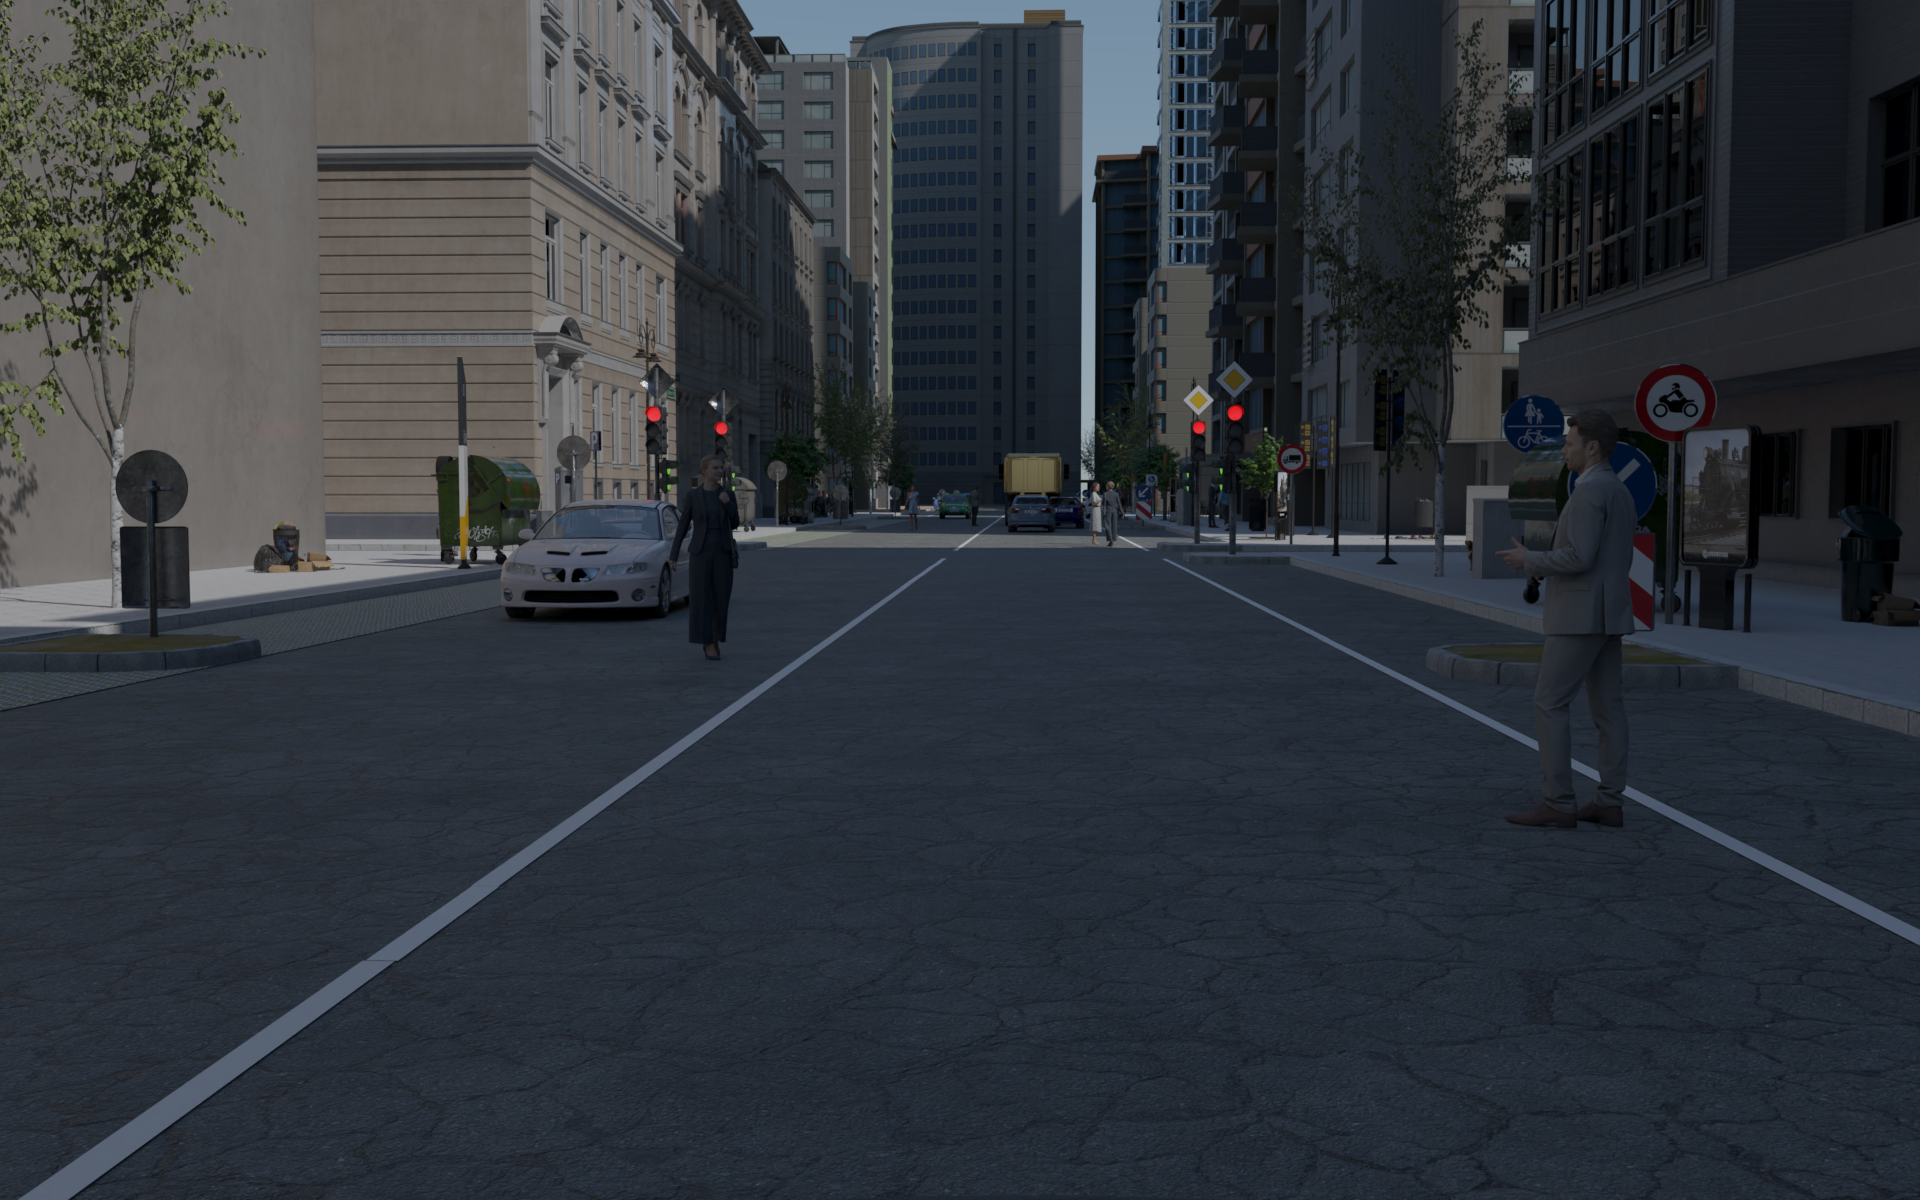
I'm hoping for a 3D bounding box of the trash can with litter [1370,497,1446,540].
[{"bbox_3d":[12.814,-2.345,49.398,2.233,1.210,1.678,0,4,8],"label":"trash can with litter"}]

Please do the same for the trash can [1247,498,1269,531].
[{"bbox_3d":[10.254,-2.934,59.631,0.748,1.137,0.748,0,3,0],"label":"trash can"}]

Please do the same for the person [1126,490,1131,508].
[{"bbox_3d":[15.268,-9.339,159.447,1.217,1.743,0.721,-2,4,-25],"label":"person"}]

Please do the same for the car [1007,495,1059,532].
[{"bbox_3d":[2.755,-3.313,66.169,2.014,1.417,4.499,0,4,4],"label":"car"}]

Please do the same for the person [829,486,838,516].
[{"bbox_3d":[-7.459,-5.930,103.179,0.728,1.800,0.709,1,4,18],"label":"person"}]

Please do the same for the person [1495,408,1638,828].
[{"bbox_3d":[2.655,0.070,7.555,0.583,1.804,0.606,2,4,34],"label":"person"}]

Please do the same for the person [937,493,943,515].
[{"bbox_3d":[-1.328,-6.624,119.392,0.503,1.515,0.523,0,4,-6],"label":"person"}]

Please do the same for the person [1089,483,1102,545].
[{"bbox_3d":[3.925,-2.444,49.025,0.524,1.755,0.480,1,4,13],"label":"person"}]

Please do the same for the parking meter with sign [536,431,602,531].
[{"bbox_3d":[-10.741,-3.134,47.502,1.738,3.016,0.543,-3,4,-36],"label":"parking meter with sign"}]

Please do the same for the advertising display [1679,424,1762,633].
[{"bbox_3d":[7.187,-0.685,16.411,0.123,1.923,0.974,-1,4,-15],"label":"advertising display"}]

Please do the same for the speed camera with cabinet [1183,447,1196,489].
[{"bbox_3d":[9.710,-4.792,72.692,0.660,3.252,2.038,0,4,5],"label":"speed camera with cabinet"}]

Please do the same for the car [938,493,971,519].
[{"bbox_3d":[-0.273,-5.610,100.511,1.959,1.807,4.718,0,4,2],"label":"car"}]

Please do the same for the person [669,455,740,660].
[{"bbox_3d":[-2.203,-0.377,15.081,0.576,1.772,0.534,-3,4,-39],"label":"person"}]

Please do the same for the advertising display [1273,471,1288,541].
[{"bbox_3d":[8.895,-2.621,48.063,0.123,1.923,0.974,2,4,27],"label":"advertising display"}]

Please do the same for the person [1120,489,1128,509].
[{"bbox_3d":[13.961,-8.761,149.298,0.705,1.823,1.348,3,5,43],"label":"person"}]

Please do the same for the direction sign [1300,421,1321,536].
[{"bbox_3d":[10.955,-3.771,53.658,0.876,3.537,0.379,0,4,1],"label":"direction sign"}]

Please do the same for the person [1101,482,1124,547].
[{"bbox_3d":[4.153,-2.348,47.318,0.576,1.772,0.534,-3,4,-37],"label":"person"}]

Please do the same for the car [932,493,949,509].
[{"bbox_3d":[-1.438,-8.765,152.893,1.945,1.707,3.694,0,4,2],"label":"car"}]

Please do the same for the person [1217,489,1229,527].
[{"bbox_3d":[10.437,-3.793,68.079,0.660,1.820,0.620,-3,5,-43],"label":"person"}]

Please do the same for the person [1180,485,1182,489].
[{"bbox_3d":[14.394,-6.571,113.283,0.447,1.846,0.655,1,4,10],"label":"person"}]

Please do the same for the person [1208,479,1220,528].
[{"bbox_3d":[9.691,-3.705,65.983,0.474,1.900,0.648,1,4,8],"label":"person"}]

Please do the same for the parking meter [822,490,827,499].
[{"bbox_3d":[-9.280,-6.742,118.645,0.372,1.533,0.369,0,3,0],"label":"parking meter"}]

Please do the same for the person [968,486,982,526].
[{"bbox_3d":[0.683,-4.242,78.040,0.473,1.802,0.592,-3,5,-44],"label":"person"}]

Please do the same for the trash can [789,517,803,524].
[{"bbox_3d":[-7.136,-3.905,75.506,0.748,1.137,0.748,0,3,0],"label":"trash can"}]

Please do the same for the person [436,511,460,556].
[{"bbox_3d":[-10.539,-1.822,35.939,0.694,1.812,0.767,0,4,-2],"label":"person"}]

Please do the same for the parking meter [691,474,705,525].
[{"bbox_3d":[-7.726,-2.782,51.195,0.255,1.863,0.399,2,4,35],"label":"parking meter"}]

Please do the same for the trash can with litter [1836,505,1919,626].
[{"bbox_3d":[9.192,-0.354,17.181,0.624,1.170,1.055,0,4,-6],"label":"trash can with litter"}]

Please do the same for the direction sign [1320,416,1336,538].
[{"bbox_3d":[10.865,-3.574,50.431,0.379,3.537,0.876,2,4,25],"label":"direction sign"}]

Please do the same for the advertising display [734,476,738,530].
[{"bbox_3d":[-8.114,-3.415,61.052,0.123,1.923,0.974,2,4,26],"label":"advertising display"}]

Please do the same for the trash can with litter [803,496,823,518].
[{"bbox_3d":[-8.285,-5.329,98.518,1.055,1.170,0.624,3,4,39],"label":"trash can with litter"}]

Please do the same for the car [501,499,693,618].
[{"bbox_3d":[-4.305,-0.563,21.560,2.083,1.381,4.827,0,4,1],"label":"car"}]

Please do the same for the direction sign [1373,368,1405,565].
[{"bbox_3d":[7.807,-2.420,31.558,0.876,3.537,0.379,-3,5,-40],"label":"direction sign"}]

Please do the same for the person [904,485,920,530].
[{"bbox_3d":[-1.908,-3.710,69.257,0.616,1.811,0.778,1,4,11],"label":"person"}]

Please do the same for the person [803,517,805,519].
[{"bbox_3d":[-7.881,-4.883,86.303,0.576,1.772,0.534,-1,4,-18],"label":"person"}]

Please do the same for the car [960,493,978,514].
[{"bbox_3d":[0.363,-6.973,123.607,1.945,1.707,3.694,0,4,3],"label":"car"}]

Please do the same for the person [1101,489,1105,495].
[{"bbox_3d":[14.269,-10.126,172.050,0.683,1.767,0.568,2,4,26],"label":"person"}]

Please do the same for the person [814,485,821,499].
[{"bbox_3d":[-8.740,-6.067,105.090,0.661,1.843,0.795,1,4,9],"label":"person"}]

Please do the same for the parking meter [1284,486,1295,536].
[{"bbox_3d":[10.110,-2.746,53.306,0.372,1.533,0.369,0,3,0],"label":"parking meter"}]

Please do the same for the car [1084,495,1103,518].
[{"bbox_3d":[8.457,-5.592,103.788,2.083,1.381,4.827,0,4,3],"label":"car"}]

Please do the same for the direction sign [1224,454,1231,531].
[{"bbox_3d":[9.346,-4.156,59.944,0.379,3.537,0.876,1,4,20],"label":"direction sign"}]

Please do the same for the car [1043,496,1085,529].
[{"bbox_3d":[4.333,-3.697,73.029,1.945,1.354,3.894,0,4,2],"label":"car"}]

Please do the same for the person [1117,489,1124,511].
[{"bbox_3d":[12.122,-7.593,130.912,0.721,1.743,1.217,-2,4,-31],"label":"person"}]
